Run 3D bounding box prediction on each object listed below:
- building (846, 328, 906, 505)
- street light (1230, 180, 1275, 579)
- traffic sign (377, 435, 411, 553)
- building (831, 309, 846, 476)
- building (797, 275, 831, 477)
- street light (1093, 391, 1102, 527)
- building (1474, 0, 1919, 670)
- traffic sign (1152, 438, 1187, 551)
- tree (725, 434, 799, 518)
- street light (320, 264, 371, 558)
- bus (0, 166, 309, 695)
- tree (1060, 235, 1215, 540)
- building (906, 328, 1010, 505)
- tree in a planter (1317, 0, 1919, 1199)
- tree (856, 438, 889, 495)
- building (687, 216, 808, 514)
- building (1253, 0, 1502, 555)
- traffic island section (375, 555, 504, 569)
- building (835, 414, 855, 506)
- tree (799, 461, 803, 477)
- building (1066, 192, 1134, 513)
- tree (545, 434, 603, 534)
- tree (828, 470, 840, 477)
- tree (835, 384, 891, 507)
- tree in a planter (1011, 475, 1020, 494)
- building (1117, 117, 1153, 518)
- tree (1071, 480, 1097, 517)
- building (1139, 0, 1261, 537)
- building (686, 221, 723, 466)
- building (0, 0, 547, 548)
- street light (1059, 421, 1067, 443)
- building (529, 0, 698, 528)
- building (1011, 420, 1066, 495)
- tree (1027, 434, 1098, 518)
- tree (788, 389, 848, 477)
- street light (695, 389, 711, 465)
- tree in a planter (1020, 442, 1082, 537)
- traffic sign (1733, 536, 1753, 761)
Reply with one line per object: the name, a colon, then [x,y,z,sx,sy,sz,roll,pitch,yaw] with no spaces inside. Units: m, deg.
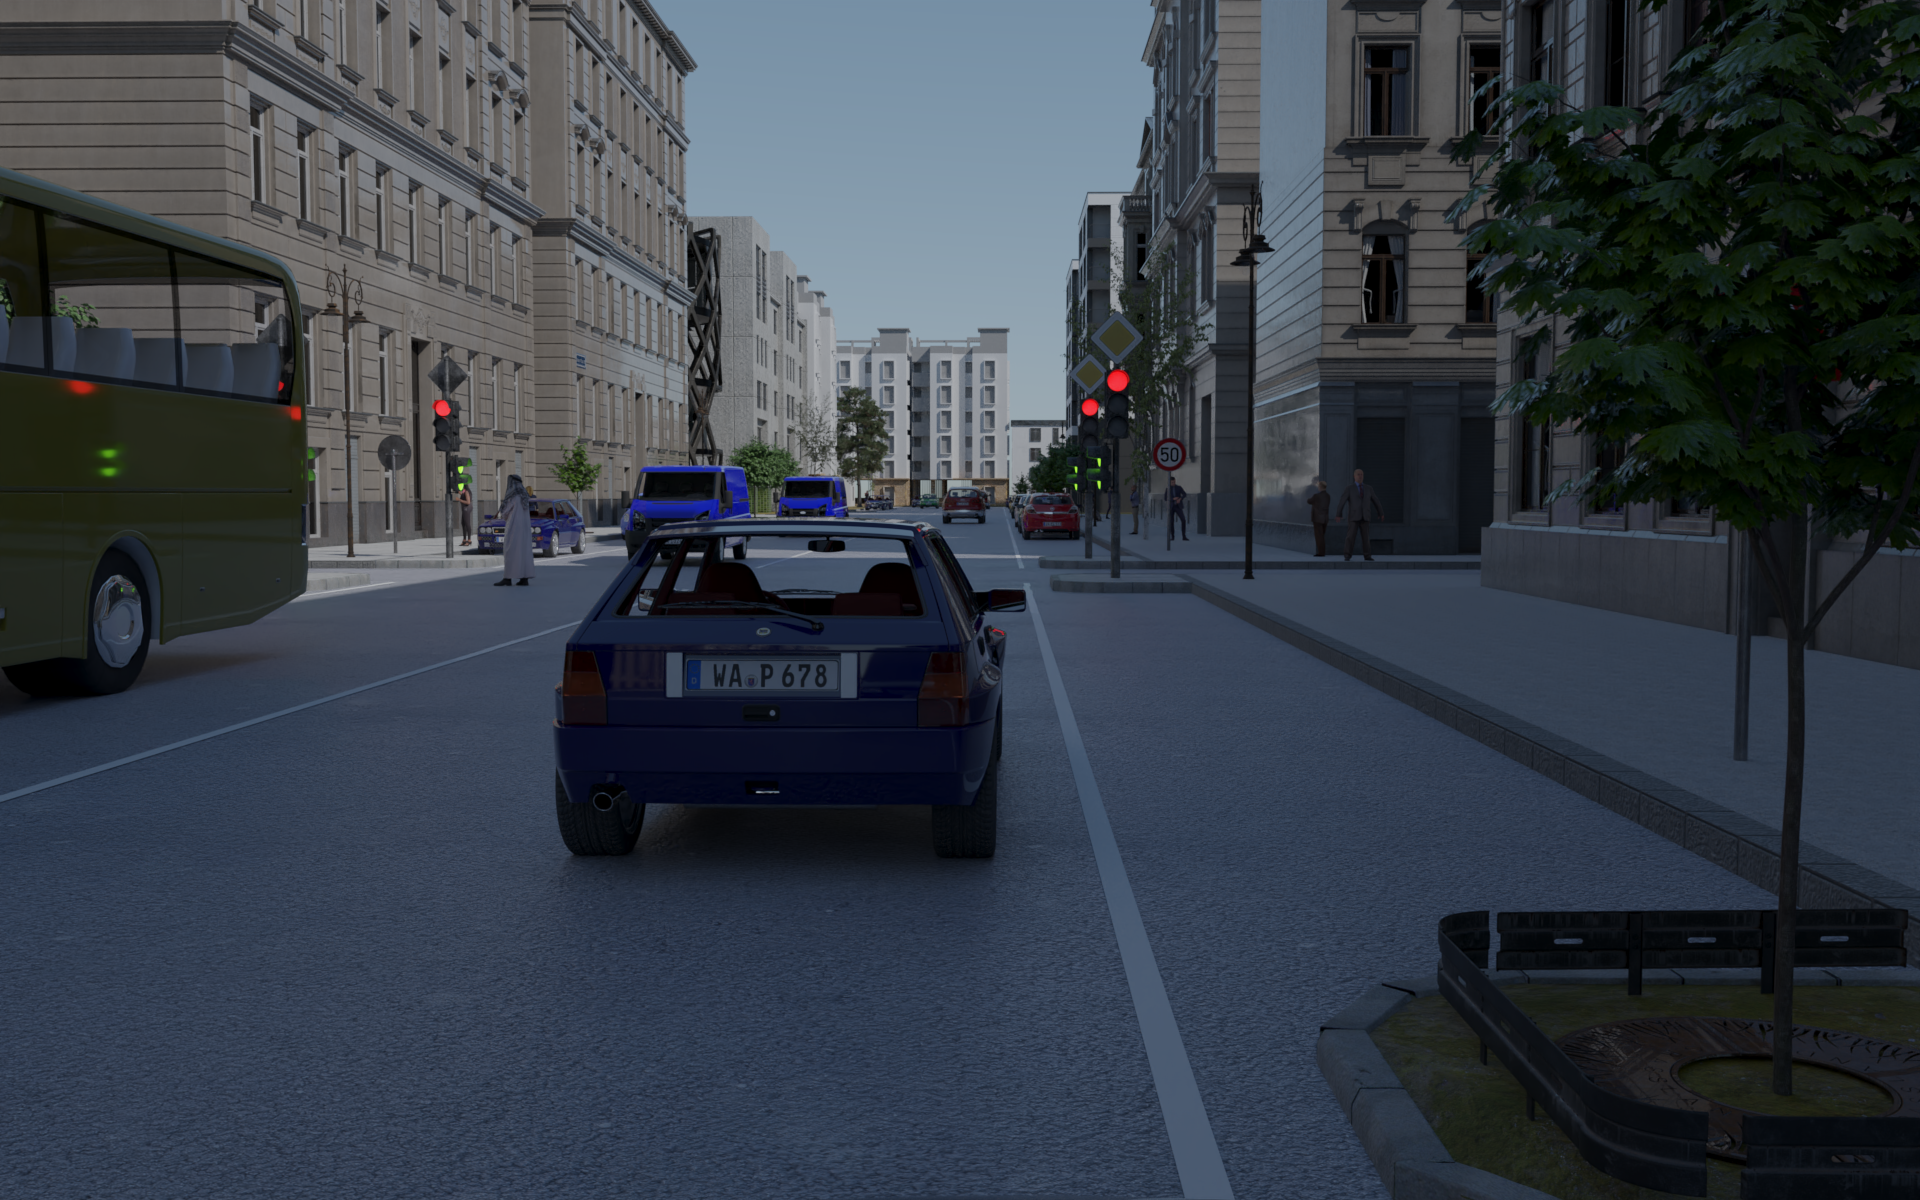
building: [-11.301,-21.237,203.649,11.380,20.091,16.016,0,4,1]
street light: [4.356,-3.252,25.961,0.468,5.910,1.993,0,4,1]
traffic sign: [-12.217,-2.282,37.410,0.768,2.556,0.104,0,4,7]
building: [-19.293,-18.512,159.090,16.016,20.091,11.380,0,4,1]
building: [-19.806,-17.818,147.740,16.016,20.091,11.380,0,4,1]
street light: [5.324,-5.833,68.153,0.468,5.910,1.993,0,4,1]
building: [11.743,-9.158,14.361,10.561,19.102,19.286,0,4,1]
traffic sign: [4.729,-2.388,39.155,0.768,2.556,0.104,0,4,4]
tree: [-11.122,-6.779,94.544,4.285,4.588,4.351,0,3,0]
street light: [-12.344,-3.800,34.921,0.468,5.910,1.993,0,4,1]
bus: [-7.283,-1.101,9.549,2.896,3.916,12.252,0,4,2]
tree: [5.014,-6.012,48.655,4.737,8.622,4.395,0,3,0]
building: [0.102,-21.226,203.467,11.380,20.091,16.016,0,4,1]
tree in a planter: [1.880,-0.406,3.853,1.991,3.239,1.994,0,4,1]
tree: [-9.612,-14.495,187.352,4.737,8.622,4.395,0,3,0]
building: [-21.204,-15.899,126.411,16.747,18.905,31.486,0,4,1]
building: [16.469,-11.677,40.077,18.267,20.994,9.793,0,4,1]
traffic island section: [-10.258,-0.764,34.764,2.009,0.180,2.903,0,4,1]
building: [-25.214,-14.583,180.582,28.070,9.664,9.099,0,4,1]
tree: [-11.496,-7.594,107.876,4.285,4.588,4.351,0,3,0]
building: [22.918,-17.697,133.314,27.936,21.610,32.646,0,4,1]
tree: [-12.317,-3.772,56.267,1.663,3.219,1.824,0,3,0]
tree: [-10.197,-8.850,139.303,1.663,3.219,1.824,0,3,0]
tree: [-9.995,-15.209,170.728,6.751,12.117,7.091,0,3,0]
tree in a planter: [4.907,-8.498,136.166,1.991,3.239,1.994,0,4,1]
building: [15.669,-16.690,91.959,14.460,24.649,34.723,0,4,1]
tree: [6.818,-6.368,98.715,1.663,3.219,1.824,0,3,0]
building: [14.026,-16.812,62.261,14.401,28.519,23.554,0,4,1]
building: [-21.822,-13.943,95.416,16.820,18.784,16.811,0,4,1]
building: [-20.802,-15.360,48.393,12.463,27.353,25.104,0,4,1]
street light: [6.455,-8.336,109.080,0.468,5.910,1.993,0,4,1]
building: [-19.452,-16.937,74.176,12.463,27.353,25.104,0,4,1]
building: [19.883,-15.782,200.174,28.070,9.664,9.099,0,4,1]
tree: [5.938,-6.769,94.390,4.285,4.588,4.351,0,3,0]
tree: [-10.040,-10.482,121.749,4.360,8.622,3.978,0,3,0]
street light: [-11.305,-6.323,76.173,0.468,5.910,1.993,0,4,1]
tree in a planter: [3.147,-3.780,59.030,1.991,3.239,1.994,0,4,1]
traffic sign: [3.763,-0.506,8.276,0.884,2.594,0.081,0,4,2]
